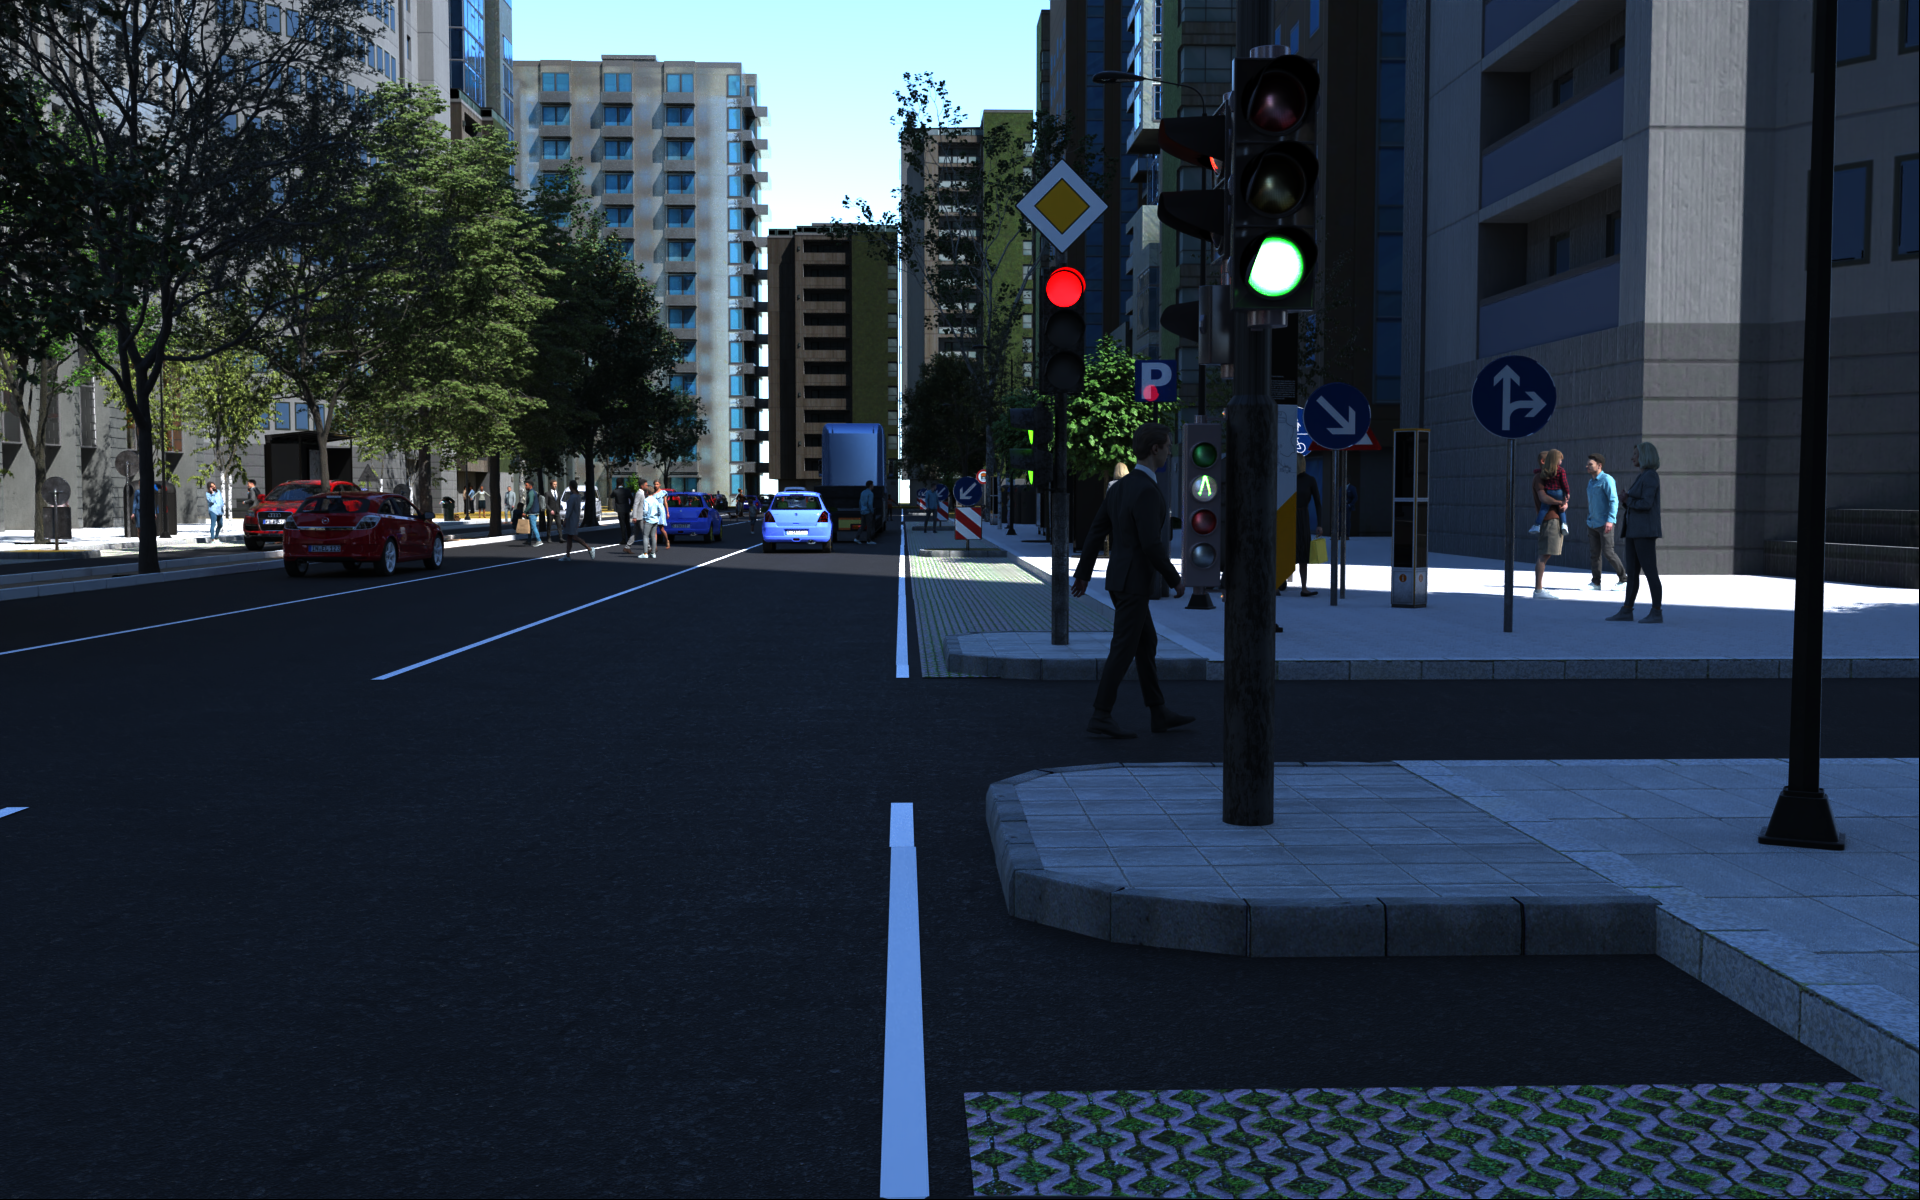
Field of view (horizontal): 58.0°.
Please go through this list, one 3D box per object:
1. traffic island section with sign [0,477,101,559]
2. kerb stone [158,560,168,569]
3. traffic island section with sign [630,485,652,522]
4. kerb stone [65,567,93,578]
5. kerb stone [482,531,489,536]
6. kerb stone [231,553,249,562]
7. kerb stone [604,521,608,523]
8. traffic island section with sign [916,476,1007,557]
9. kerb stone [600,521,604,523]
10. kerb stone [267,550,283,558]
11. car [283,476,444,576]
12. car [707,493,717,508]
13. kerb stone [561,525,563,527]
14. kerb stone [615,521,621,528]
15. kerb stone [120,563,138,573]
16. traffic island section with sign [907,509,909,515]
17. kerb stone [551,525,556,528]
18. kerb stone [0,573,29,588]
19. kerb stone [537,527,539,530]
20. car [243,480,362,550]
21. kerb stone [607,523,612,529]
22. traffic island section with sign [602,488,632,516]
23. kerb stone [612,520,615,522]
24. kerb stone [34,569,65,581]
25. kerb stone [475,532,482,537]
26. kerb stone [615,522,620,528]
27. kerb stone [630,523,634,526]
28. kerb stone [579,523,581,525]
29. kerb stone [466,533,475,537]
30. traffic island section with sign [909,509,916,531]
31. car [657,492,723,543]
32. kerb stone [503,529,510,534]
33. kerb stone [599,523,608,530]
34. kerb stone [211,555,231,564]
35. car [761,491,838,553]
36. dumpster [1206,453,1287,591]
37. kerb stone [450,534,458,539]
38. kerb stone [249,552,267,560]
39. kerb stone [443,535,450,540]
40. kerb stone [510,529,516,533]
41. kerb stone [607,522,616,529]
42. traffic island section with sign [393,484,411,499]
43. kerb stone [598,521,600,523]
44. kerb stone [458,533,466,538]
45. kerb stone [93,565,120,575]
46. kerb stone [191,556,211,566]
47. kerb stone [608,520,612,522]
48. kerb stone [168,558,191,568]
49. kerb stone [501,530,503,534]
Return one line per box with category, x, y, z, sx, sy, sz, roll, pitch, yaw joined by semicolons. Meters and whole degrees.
traffic island section with sign;-20.446;-1.839;38.704;1.989;1.847;2.006;0;4;-2
kerb stone;-15.286;-0.645;32.738;0.120;0.150;1.000;0;4;-2
traffic island section with sign;-16.103;-4.950;89.066;2.006;1.907;1.989;0;4;-2
kerb stone;-15.189;-0.457;29.672;0.120;0.150;1.000;0;4;-2
kerb stone;-16.143;-2.214;58.388;0.120;0.150;1.000;0;4;-2
kerb stone;-15.420;-0.890;36.828;0.120;0.150;1.000;0;4;-2
kerb stone;-16.917;-3.654;81.943;0.120;0.150;1.000;0;4;-2
traffic island section with sign;0.049;-1.910;39.852;1.989;1.847;2.006;0;4;-2
kerb stone;-16.887;-3.589;80.921;0.120;0.150;1.000;0;4;-2
kerb stone;-15.490;-1.011;38.882;0.120;0.150;1.000;0;4;-2
car;-10.795;-1.380;31.598;2.155;1.783;4.494;0;3;0
car;-19.903;-7.661;134.293;2.155;1.783;4.494;0;4;-1
kerb stone;-16.583;-3.028;71.697;0.120;0.150;1.000;0;4;-2
kerb stone;-14.544;-3.157;73.822;0.120;0.150;1.000;0;4;-2
kerb stone;-15.254;-0.582;31.716;0.120;0.150;1.000;0;4;-2
traffic island section with sign;-2.516;-6.633;117.083;1.989;1.847;2.006;0;4;-2
kerb stone;-16.518;-2.903;69.652;0.120;0.150;1.000;0;4;-2
kerb stone;-15.117;-0.329;27.617;0.120;0.150;1.000;0;4;-2
kerb stone;-16.443;-2.777;67.605;0.120;0.150;1.000;0;4;-2
car;-17.166;-2.270;45.795;2.281;1.827;5.304;0;4;-1
kerb stone;-14.446;-2.967;70.749;0.120;0.150;1.000;0;4;-2
traffic island section with sign;-23.022;-6.577;116.166;1.989;1.847;2.006;0;4;-2
kerb stone;-16.986;-3.780;84.002;0.120;0.150;1.000;0;4;-2
kerb stone;-15.148;-0.393;28.638;0.120;0.150;1.000;0;4;-2
kerb stone;-16.106;-2.151;57.366;0.120;0.150;1.000;0;4;-2
kerb stone;-14.520;-3.095;72.795;0.120;0.150;1.000;0;4;-2
kerb stone;-14.653;-3.346;76.903;0.120;0.150;1.000;0;4;-2
kerb stone;-16.714;-3.273;75.791;0.120;0.150;1.000;0;4;-2
kerb stone;-16.057;-2.086;56.332;0.120;0.150;1.000;0;4;-2
traffic island section with sign;-0.889;-3.637;68.089;1.989;1.847;2.006;0;4;-2
car;-8.068;-2.568;51.579;1.945;1.707;3.694;0;4;-1
kerb stone;-16.235;-2.398;61.462;0.120;0.150;1.000;0;4;-2
kerb stone;-14.414;-2.907;69.725;0.120;0.150;1.000;0;4;-2
kerb stone;-15.386;-0.832;35.806;0.120;0.150;1.000;0;4;-2
car;-4.039;-2.065;43.348;1.945;1.707;3.694;0;4;-4
dumpster;3.789;-1.095;23.657;1.264;1.857;1.865;0;4;-2
kerb stone;-15.997;-1.957;54.285;0.120;0.150;1.000;0;4;-2
kerb stone;-15.455;-0.957;37.849;0.120;0.150;1.000;0;4;-2
kerb stone;-15.963;-1.900;53.253;0.120;0.150;1.000;0;4;-2
kerb stone;-16.270;-2.464;62.483;0.120;0.150;1.000;0;4;-2
kerb stone;-14.487;-3.028;71.770;0.120;0.150;1.000;0;4;-2
traffic island section with sign;-21.358;-3.507;65.964;1.989;1.847;2.006;0;4;-2
kerb stone;-16.851;-3.529;79.898;0.120;0.150;1.000;0;4;-2
kerb stone;-16.033;-2.023;55.308;0.120;0.150;1.000;0;4;-2
kerb stone;-15.217;-0.517;30.694;0.120;0.150;1.000;0;4;-2
kerb stone;-15.350;-0.770;34.784;0.120;0.150;1.000;0;4;-2
kerb stone;-16.952;-3.717;82.965;0.120;0.150;1.000;0;4;-2
kerb stone;-15.315;-0.707;33.762;0.120;0.150;1.000;0;4;-2
kerb stone;-16.201;-2.337;60.432;0.120;0.150;1.000;0;4;-2
